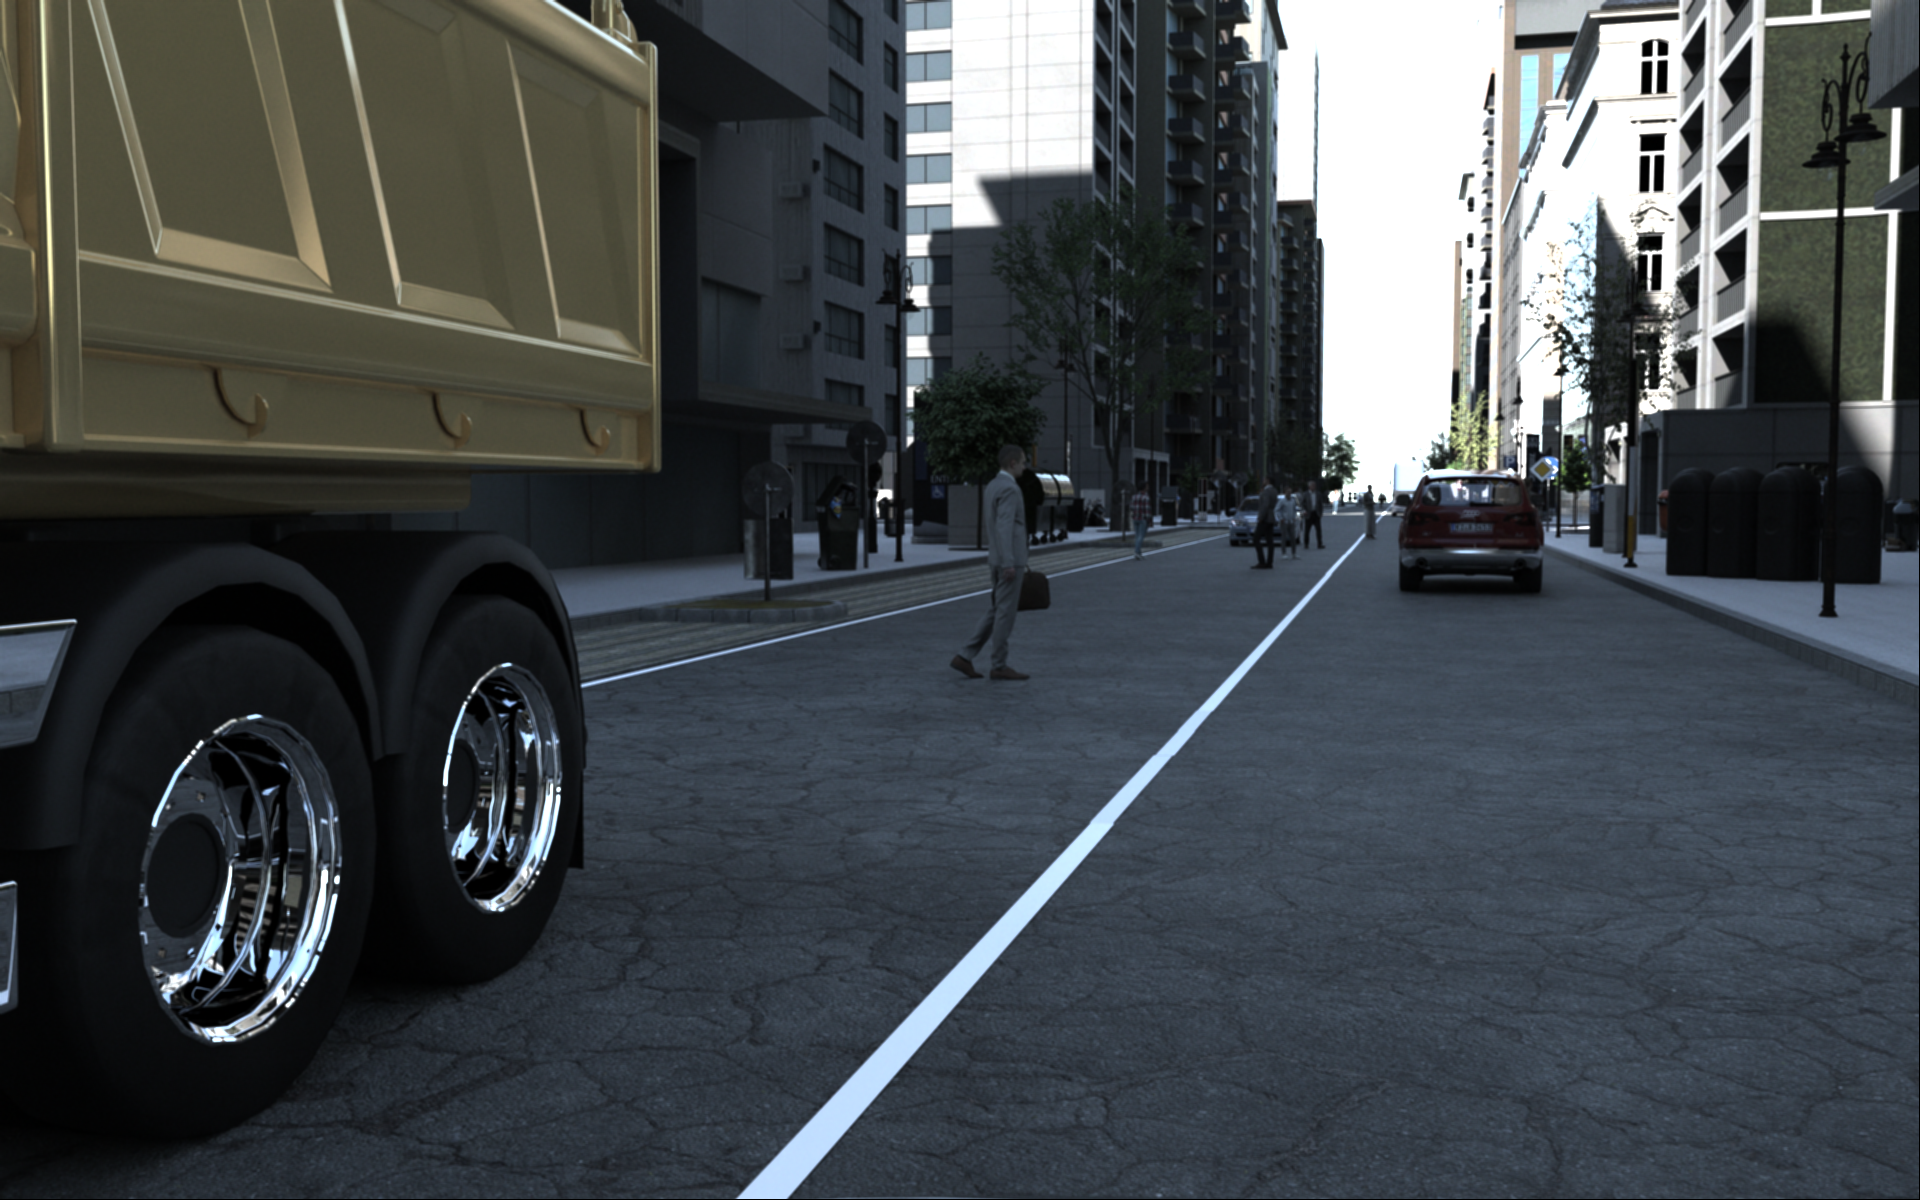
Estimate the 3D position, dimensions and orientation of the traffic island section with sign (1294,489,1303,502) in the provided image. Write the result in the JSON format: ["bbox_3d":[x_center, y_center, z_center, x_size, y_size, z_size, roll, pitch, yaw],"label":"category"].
[{"bbox_3d":[24.859,-7.232,126.874,1.989,1.847,2.006,1,4,14],"label":"traffic island section with sign"}]

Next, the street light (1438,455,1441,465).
[{"bbox_3d":[52.935,-13.278,189.879,0.468,5.910,1.993,1,4,14],"label":"street light"}]

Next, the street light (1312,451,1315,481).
[{"bbox_3d":[37.965,-13.049,186.136,0.468,5.910,1.993,1,4,14],"label":"street light"}]

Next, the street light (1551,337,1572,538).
[{"bbox_3d":[17.687,-4.785,51.026,0.468,5.910,1.993,1,4,14],"label":"street light"}]

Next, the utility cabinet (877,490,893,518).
[{"bbox_3d":[-4.047,-5.029,90.902,1.173,1.500,0.318,-2,4,-25],"label":"utility cabinet"}]

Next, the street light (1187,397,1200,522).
[{"bbox_3d":[10.659,-6.505,79.149,0.468,5.910,1.993,1,4,14],"label":"street light"}]

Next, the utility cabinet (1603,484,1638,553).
[{"bbox_3d":[14.442,-1.783,37.831,0.318,1.500,1.173,3,5,42],"label":"utility cabinet"}]

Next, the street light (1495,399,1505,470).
[{"bbox_3d":[25.597,-6.697,82.278,0.468,5.910,1.993,1,4,14],"label":"street light"}]

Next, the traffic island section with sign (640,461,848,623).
[{"bbox_3d":[-2.389,-0.698,20.044,1.989,1.847,2.006,1,4,14],"label":"traffic island section with sign"}]

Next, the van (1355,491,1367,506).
[{"bbox_3d":[49.215,-12.499,211.365,2.013,2.044,4.112,1,4,13],"label":"van"}]

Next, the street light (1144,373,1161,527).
[{"bbox_3d":[7.367,-5.728,66.444,0.468,5.910,1.993,1,4,14],"label":"street light"}]

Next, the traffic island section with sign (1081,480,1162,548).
[{"bbox_3d":[4.408,-2.327,46.672,1.989,1.847,2.006,1,4,14],"label":"traffic island section with sign"}]

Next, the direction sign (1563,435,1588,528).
[{"bbox_3d":[23.471,-4.533,66.115,0.876,3.537,0.379,1,4,14],"label":"direction sign"}]

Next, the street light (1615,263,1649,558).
[{"bbox_3d":[13.462,-3.794,34.816,0.468,5.910,1.993,1,4,14],"label":"street light"}]

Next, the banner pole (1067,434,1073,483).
[{"bbox_3d":[4.563,-5.028,72.217,0.401,3.779,0.863,-1,4,-11],"label":"banner pole"}]

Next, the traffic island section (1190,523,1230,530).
[{"bbox_3d":[10.551,-2.969,70.818,2.009,0.180,2.903,1,4,14],"label":"traffic island section"}]

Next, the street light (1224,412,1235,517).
[{"bbox_3d":[14.914,-7.528,95.871,0.468,5.910,1.993,1,4,14],"label":"street light"}]

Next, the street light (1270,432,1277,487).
[{"bbox_3d":[23.428,-9.571,129.281,0.468,5.910,1.993,1,4,14],"label":"street light"}]

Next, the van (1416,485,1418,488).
[{"bbox_3d":[18.234,-3.653,66.741,2.013,2.044,4.112,1,4,14],"label":"van"}]

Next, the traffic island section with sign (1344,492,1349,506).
[{"bbox_3d":[43.916,-11.805,201.632,1.989,1.847,2.006,1,4,14],"label":"traffic island section with sign"}]

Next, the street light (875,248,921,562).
[{"bbox_3d":[-1.162,-3.670,32.796,0.468,5.910,1.993,1,4,14],"label":"street light"}]

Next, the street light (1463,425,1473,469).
[{"bbox_3d":[33.975,-8.726,115.453,0.468,5.910,1.993,1,4,14],"label":"street light"}]

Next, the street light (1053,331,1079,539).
[{"bbox_3d":[3.012,-4.681,49.330,0.468,5.910,1.993,1,4,14],"label":"street light"}]

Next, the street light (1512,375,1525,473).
[{"bbox_3d":[21.714,-5.792,67.489,0.468,5.910,1.993,1,4,14],"label":"street light"}]

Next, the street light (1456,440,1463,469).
[{"bbox_3d":[38.201,-9.718,131.675,0.468,5.910,1.993,1,4,14],"label":"street light"}]

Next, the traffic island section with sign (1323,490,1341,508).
[{"bbox_3d":[37.170,-10.185,175.148,1.989,1.847,2.006,1,4,14],"label":"traffic island section with sign"}]

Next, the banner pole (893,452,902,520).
[{"bbox_3d":[-3.110,-5.937,87.094,0.863,3.779,0.401,-1,4,-19],"label":"banner pole"}]

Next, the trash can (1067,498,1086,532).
[{"bbox_3d":[3.863,-2.853,58.307,0.748,1.137,0.748,0,3,0],"label":"trash can"}]

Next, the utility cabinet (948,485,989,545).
[{"bbox_3d":[0.306,-2.087,42.794,1.173,1.500,0.318,0,4,7],"label":"utility cabinet"}]

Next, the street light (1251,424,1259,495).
[{"bbox_3d":[19.040,-8.517,112.044,0.468,5.910,1.993,1,4,14],"label":"street light"}]

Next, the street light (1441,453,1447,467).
[{"bbox_3d":[48.669,-12.259,173.229,0.468,5.910,1.993,1,4,14],"label":"street light"}]

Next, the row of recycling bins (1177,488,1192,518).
[{"bbox_3d":[11.827,-5.249,92.933,1.069,1.692,3.534,0,4,-5],"label":"row of recycling bins"}]

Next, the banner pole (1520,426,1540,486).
[{"bbox_3d":[20.801,-4.494,63.491,0.863,3.779,0.401,1,4,23],"label":"banner pole"}]

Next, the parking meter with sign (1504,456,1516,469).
[{"bbox_3d":[24.874,-5.001,78.026,0.543,3.016,1.738,1,4,10],"label":"parking meter with sign"}]

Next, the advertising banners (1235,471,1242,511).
[{"bbox_3d":[21.142,-8.258,131.200,0.090,3.025,2.074,1,4,23],"label":"advertising banners"}]

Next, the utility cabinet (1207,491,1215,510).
[{"bbox_3d":[17.097,-6.683,117.946,1.173,1.500,0.318,-1,4,-9],"label":"utility cabinet"}]

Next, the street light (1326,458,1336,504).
[{"bbox_3d":[50.161,-15.982,234.098,0.468,5.910,1.993,1,4,14],"label":"street light"}]

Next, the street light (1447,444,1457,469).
[{"bbox_3d":[44.650,-11.269,157.028,0.468,5.910,1.993,1,4,14],"label":"street light"}]

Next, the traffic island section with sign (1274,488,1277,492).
[{"bbox_3d":[18.106,-5.613,100.406,1.989,1.847,2.006,1,4,14],"label":"traffic island section with sign"}]

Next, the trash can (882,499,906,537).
[{"bbox_3d":[-1.958,-2.450,51.712,0.748,1.137,0.748,0,3,0],"label":"trash can"}]

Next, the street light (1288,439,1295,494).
[{"bbox_3d":[27.736,-10.591,145.954,0.468,5.910,1.993,1,4,14],"label":"street light"}]

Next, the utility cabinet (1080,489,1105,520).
[{"bbox_3d":[6.410,-4.595,83.808,1.173,1.500,0.318,-2,4,-24],"label":"utility cabinet"}]

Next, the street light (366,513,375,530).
[{"bbox_3d":[-5.500,-2.645,16.040,0.468,5.910,1.993,1,4,14],"label":"street light"}]

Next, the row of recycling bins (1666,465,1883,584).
[{"bbox_3d":[12.212,-1.166,26.171,1.069,1.692,3.534,-2,4,-28],"label":"row of recycling bins"}]

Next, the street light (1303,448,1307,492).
[{"bbox_3d":[33.795,-12.053,169.856,0.468,5.910,1.993,1,4,14],"label":"street light"}]

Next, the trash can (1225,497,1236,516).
[{"bbox_3d":[15.643,-5.415,100.187,0.748,1.137,0.748,0,3,0],"label":"trash can"}]

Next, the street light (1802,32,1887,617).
[{"bbox_3d":[9.088,-2.762,17.948,0.468,5.910,1.993,1,4,14],"label":"street light"}]

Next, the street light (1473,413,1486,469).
[{"bbox_3d":[29.693,-7.707,98.804,0.468,5.910,1.993,1,4,14],"label":"street light"}]

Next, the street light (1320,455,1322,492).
[{"bbox_3d":[42.210,-14.050,202.501,0.468,5.910,1.993,1,4,14],"label":"street light"}]

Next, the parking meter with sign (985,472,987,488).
[{"bbox_3d":[1.825,-4.443,68.902,1.738,3.016,0.543,-1,4,-18],"label":"parking meter with sign"}]
